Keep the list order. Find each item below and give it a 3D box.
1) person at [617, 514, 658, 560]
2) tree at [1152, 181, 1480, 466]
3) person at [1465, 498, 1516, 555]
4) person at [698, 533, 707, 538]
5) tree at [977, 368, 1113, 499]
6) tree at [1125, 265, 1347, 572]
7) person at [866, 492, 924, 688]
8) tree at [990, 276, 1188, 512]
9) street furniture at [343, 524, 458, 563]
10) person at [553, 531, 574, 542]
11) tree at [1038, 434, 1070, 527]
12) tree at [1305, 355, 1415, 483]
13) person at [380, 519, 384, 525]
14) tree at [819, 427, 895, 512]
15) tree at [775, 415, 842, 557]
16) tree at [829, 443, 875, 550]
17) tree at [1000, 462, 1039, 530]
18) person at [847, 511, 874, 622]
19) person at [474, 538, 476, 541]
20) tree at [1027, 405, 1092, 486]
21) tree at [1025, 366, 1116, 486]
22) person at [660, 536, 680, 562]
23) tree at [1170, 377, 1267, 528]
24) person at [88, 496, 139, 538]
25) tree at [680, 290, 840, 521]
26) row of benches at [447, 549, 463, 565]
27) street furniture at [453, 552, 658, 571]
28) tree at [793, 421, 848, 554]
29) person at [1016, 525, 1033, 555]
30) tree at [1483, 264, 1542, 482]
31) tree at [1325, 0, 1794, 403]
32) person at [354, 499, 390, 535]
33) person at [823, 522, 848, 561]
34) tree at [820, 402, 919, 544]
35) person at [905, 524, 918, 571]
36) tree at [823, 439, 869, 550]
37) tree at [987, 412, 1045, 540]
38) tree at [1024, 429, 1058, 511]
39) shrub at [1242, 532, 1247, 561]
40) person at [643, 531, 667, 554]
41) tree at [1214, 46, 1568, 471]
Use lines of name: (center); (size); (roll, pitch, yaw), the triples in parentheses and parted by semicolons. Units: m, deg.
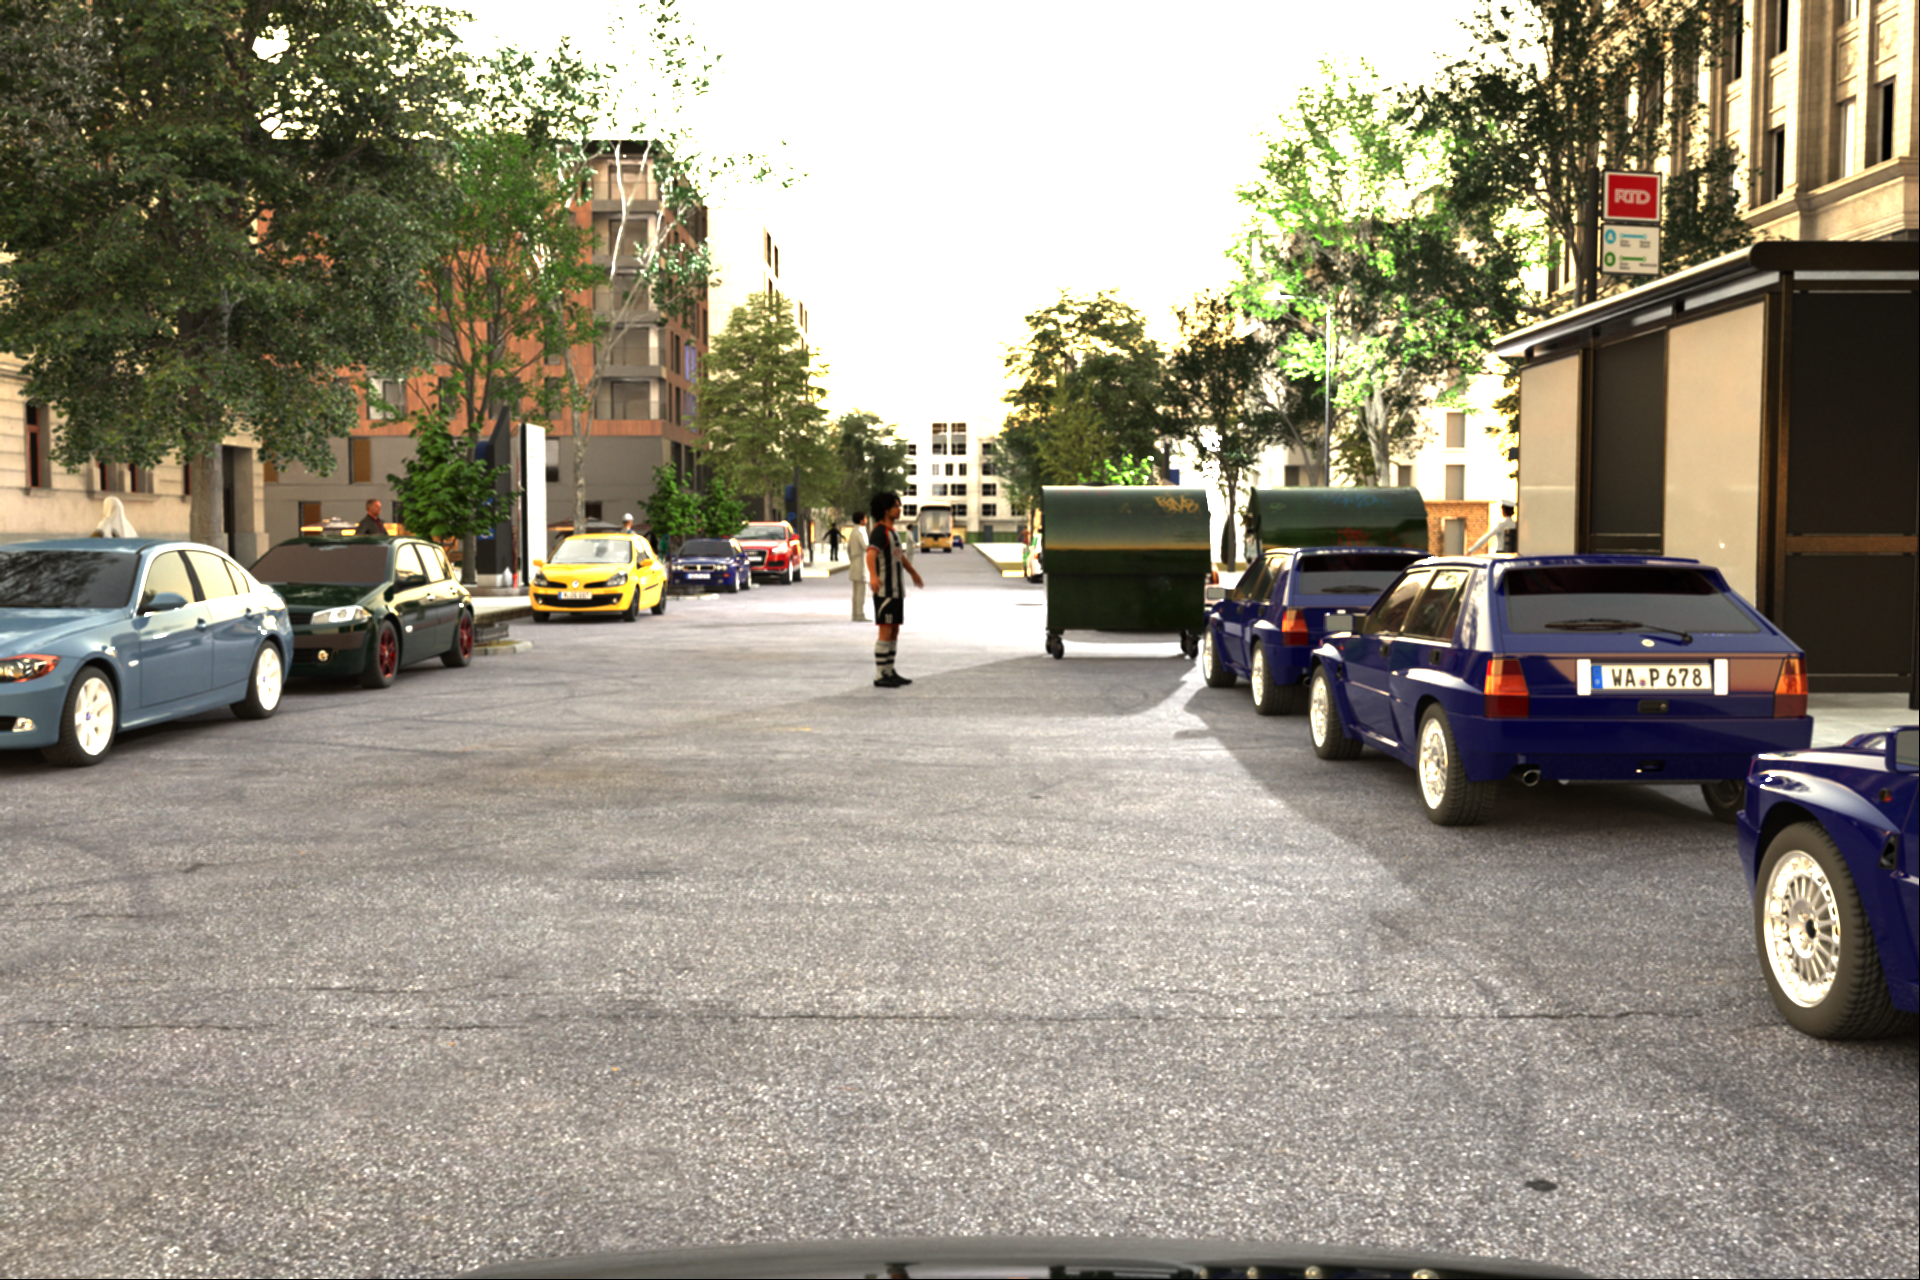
person: (-6.791, -1.662, 35.481); (1.347, 1.847, 0.705); (2, 4, 28)
tree: (9.371, -6.843, 46.298); (8.767, 10.594, 7.601); (0, 4, -3)
person: (7.454, -1.060, 23.784); (1.216, 1.778, 0.721); (-1, 4, -18)
person: (-9.284, -3.549, 64.300); (1.348, 1.796, 0.705); (2, 4, 25)
tree: (6.471, -13.250, 127.007); (12.009, 13.543, 11.850); (0, 3, 0)
tree: (9.350, -7.561, 58.042); (8.767, 10.594, 7.601); (3, 5, 41)
person: (-0.650, -0.472, 16.320); (0.704, 1.843, 1.345); (1, 4, 16)
tree: (6.431, -10.891, 84.730); (9.857, 13.997, 8.962); (0, 3, 0)
street furniture: (-26.410, -4.412, 78.983); (9.812, 1.723, 11.010); (3, 5, 44)
person: (-18.255, -4.553, 80.585); (1.346, 1.812, 0.704); (-1, 4, -8)
tree: (6.366, -9.566, 106.764); (4.737, 8.622, 4.395); (0, 3, 0)
tree: (15.627, -7.110, 66.612); (4.737, 8.622, 4.395); (0, 3, 0)
person: (-18.695, -2.993, 55.517); (0.750, 1.759, 0.617); (0, 4, 3)
tree: (-9.123, -13.301, 151.884); (7.601, 10.594, 8.767); (0, 4, 2)
tree: (-8.817, -9.088, 98.946); (4.360, 8.622, 3.978); (0, 3, 0)
tree: (-9.627, -11.677, 141.274); (4.360, 8.622, 3.978); (0, 3, 0)
tree: (5.872, -12.775, 159.235); (4.737, 8.622, 4.395); (0, 3, 0)
person: (-1.618, -1.211, 28.444); (0.705, 1.806, 1.347); (-1, 4, -23)
person: (-18.782, -3.585, 67.885); (0.991, 1.433, 0.599); (-2, 4, -30)
tree: (5.966, -8.861, 95.233); (4.360, 8.622, 3.978); (0, 3, 0)
tree: (4.911, -7.647, 75.389); (4.737, 8.622, 4.395); (0, 3, 0)
person: (-13.638, -4.520, 80.032); (1.347, 1.817, 0.704); (0, 4, 0)
tree: (11.250, -7.513, 73.206); (4.737, 8.622, 4.395); (0, 3, 0)
person: (-10.345, -0.871, 21.015); (0.721, 1.736, 1.217); (1, 4, 14)
tree: (-9.368, -9.975, 81.224); (7.486, 12.596, 7.792); (0, 3, 0)
row of benches: (-21.503, -3.324, 69.806); (4.104, 0.672, 1.422); (-2, 4, -26)
street furniture: (-15.859, -2.876, 62.649); (10.072, 0.657, 5.734); (1, 4, 12)
tree: (-8.971, -9.825, 111.005); (4.737, 8.622, 4.395); (0, 3, 0)
person: (3.425, -5.036, 89.139); (1.217, 1.733, 0.721); (2, 4, 29)
tree: (26.020, -10.053, 71.029); (9.857, 13.997, 8.962); (0, 3, 0)
tree: (9.190, -5.632, 26.501); (7.601, 10.594, 8.767); (0, 4, -3)
person: (-8.744, -1.208, 25.923); (0.705, 1.807, 1.348); (1, 4, 15)
person: (-5.985, -4.685, 82.539); (1.347, 1.837, 0.705); (2, 4, 23)
tree: (-8.806, -15.834, 165.542); (9.857, 13.997, 8.962); (0, 3, 0)
person: (-1.903, -3.557, 66.804); (0.705, 1.806, 1.347); (-1, 4, -16)
tree: (-9.744, -11.311, 135.304); (4.360, 8.622, 3.978); (0, 3, 0)
tree: (5.935, -13.028, 138.769); (9.928, 11.665, 9.643); (0, 3, 0)
tree: (6.913, -10.248, 117.918); (4.360, 8.622, 3.978); (0, 3, 0)
shrub: (11.433, -3.746, 65.282); (1.661, 2.075, 1.752); (0, 3, 0)
person: (-13.774, -4.386, 77.894); (1.347, 1.806, 0.705); (-2, 4, -35)
tree: (9.223, -6.864, 37.982); (9.928, 11.665, 9.643); (0, 3, 0)
